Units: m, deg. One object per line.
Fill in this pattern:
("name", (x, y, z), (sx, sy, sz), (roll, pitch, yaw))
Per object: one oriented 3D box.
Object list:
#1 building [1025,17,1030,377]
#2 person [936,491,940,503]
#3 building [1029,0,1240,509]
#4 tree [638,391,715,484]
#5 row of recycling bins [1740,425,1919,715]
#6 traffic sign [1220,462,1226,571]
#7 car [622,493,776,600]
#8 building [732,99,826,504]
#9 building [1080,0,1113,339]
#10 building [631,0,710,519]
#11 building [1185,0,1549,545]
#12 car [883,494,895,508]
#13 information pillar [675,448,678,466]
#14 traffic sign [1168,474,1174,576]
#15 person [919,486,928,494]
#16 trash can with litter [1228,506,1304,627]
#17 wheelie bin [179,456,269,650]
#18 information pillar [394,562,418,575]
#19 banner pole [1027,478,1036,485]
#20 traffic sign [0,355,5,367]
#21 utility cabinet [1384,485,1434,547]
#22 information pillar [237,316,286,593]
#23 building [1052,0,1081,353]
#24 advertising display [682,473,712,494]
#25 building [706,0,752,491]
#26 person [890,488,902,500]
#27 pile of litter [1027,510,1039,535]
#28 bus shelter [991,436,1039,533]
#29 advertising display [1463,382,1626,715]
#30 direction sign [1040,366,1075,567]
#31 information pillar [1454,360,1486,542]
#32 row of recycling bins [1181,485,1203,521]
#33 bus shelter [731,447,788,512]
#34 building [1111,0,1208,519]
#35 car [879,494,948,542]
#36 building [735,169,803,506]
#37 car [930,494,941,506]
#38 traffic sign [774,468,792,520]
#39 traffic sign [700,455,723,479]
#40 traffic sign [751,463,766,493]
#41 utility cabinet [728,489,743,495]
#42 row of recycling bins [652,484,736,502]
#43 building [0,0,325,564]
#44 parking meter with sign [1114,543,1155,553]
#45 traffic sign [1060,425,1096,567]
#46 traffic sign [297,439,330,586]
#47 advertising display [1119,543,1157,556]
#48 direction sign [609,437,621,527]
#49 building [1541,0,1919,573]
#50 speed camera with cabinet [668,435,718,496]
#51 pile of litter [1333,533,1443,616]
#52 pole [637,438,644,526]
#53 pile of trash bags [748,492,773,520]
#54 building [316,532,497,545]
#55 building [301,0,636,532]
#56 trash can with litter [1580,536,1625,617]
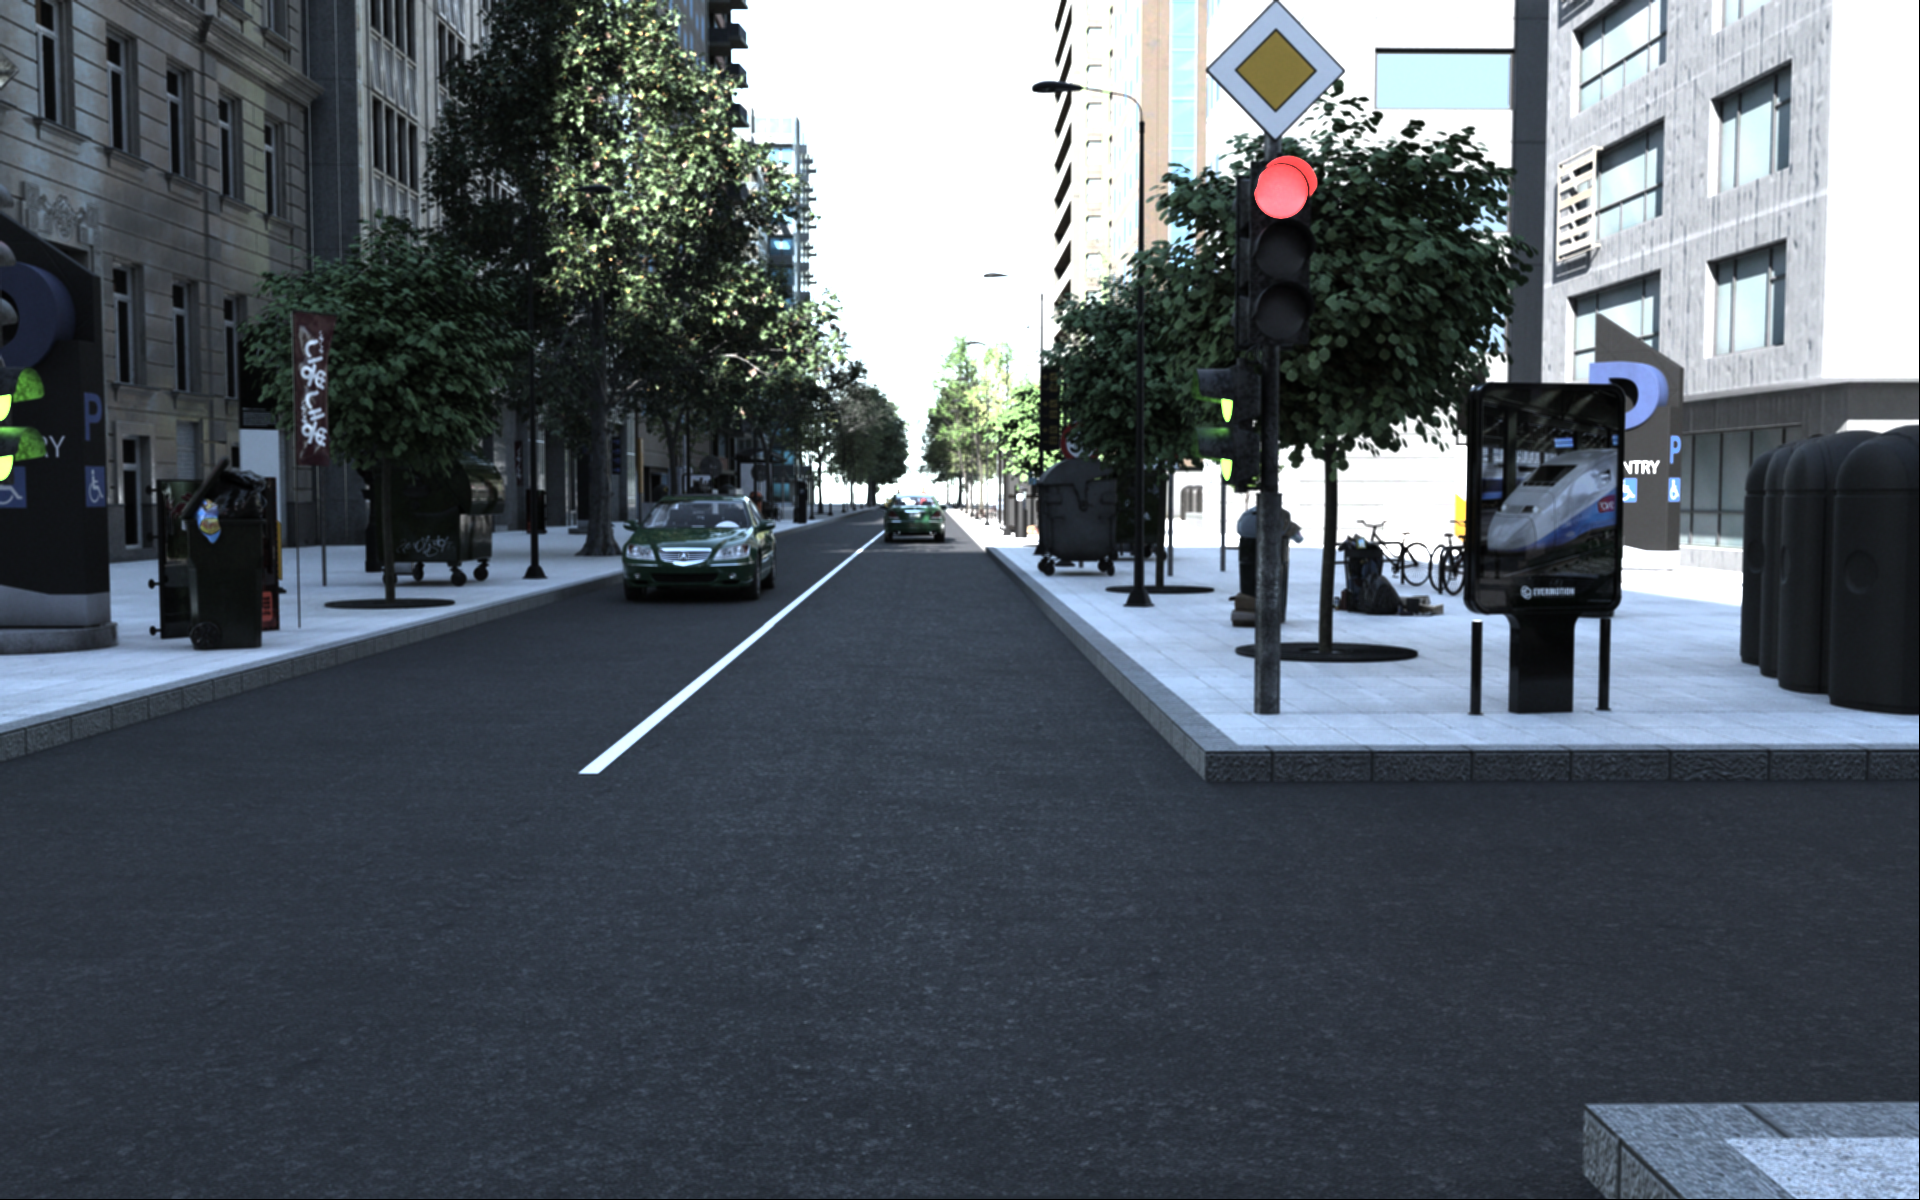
("building", (17.523, -55.940, 227.292), (22.319, 86.520, 31.000), (0, 4, -1))
("person", (-1.693, -7.801, 136.984), (0.436, 1.711, 0.756), (3, 5, 39))
("building", (18.422, -40.144, 198.355), (21.231, 58.520, 28.212), (0, 4, -1))
("tree", (-12.373, -7.684, 75.995), (4.737, 8.622, 4.395), (0, 3, 0))
("row of recycling bins", (5.995, -0.279, 11.681), (1.069, 1.692, 3.534), (1, 4, 14))
("traffic sign", (4.377, -1.753, 28.760), (0.768, 2.556, 0.104), (0, 4, 3))
("car", (-3.687, -0.808, 25.010), (2.131, 1.459, 4.920), (0, 4, -2))
("building", (-29.118, -36.445, 215.487), (23.786, 49.044, 30.456), (0, 4, -1))
("building", (15.510, -26.972, 124.583), (14.154, 41.232, 14.086), (0, 4, -1))
("building", (-23.247, -27.866, 105.723), (14.600, 45.320, 14.200), (0, 4, -1))
("building", (18.717, -31.421, 55.728), (21.231, 58.520, 28.212), (0, 4, -1))
("car", (-6.542, -9.850, 171.278), (2.015, 1.641, 3.980), (0, 4, 0))
("information pillar", (-13.890, -5.715, 84.802), (0.183, 3.616, 0.504), (-1, 4, -17))
("traffic sign", (3.298, -1.650, 27.083), (0.768, 2.556, 0.104), (0, 4, 7))
("person", (-1.890, -4.997, 90.144), (1.348, 1.831, 0.705), (0, 4, -4))
("trash can with litter", (3.004, -0.347, 17.062), (0.624, 1.170, 1.055), (1, 4, 19))
("wheelie bin", (-6.168, -0.406, 14.549), (0.693, 1.594, 0.980), (-2, 4, -26))
("information pillar", (-8.791, -1.404, 27.451), (0.304, 2.012, 0.304), (0, 4, 0))
("banner pole", (2.602, -4.038, 56.033), (0.863, 3.779, 0.401), (-1, 4, -13))
("traffic sign", (-7.764, -0.816, 13.444), (0.768, 2.556, 0.104), (0, 4, 3))
("utility cabinet", (10.791, -2.014, 41.608), (1.173, 1.500, 0.318), (-1, 4, -20))
("information pillar", (-8.974, -1.888, 22.219), (0.504, 3.616, 0.183), (-3, 4, -39))
("building", (18.997, -31.714, 142.233), (21.300, 48.544, 21.600), (0, 4, -1))
("advertising display", (-8.220, -2.996, 54.206), (0.974, 1.923, 0.123), (-2, 4, -31))
("building", (-27.297, -28.937, 127.752), (22.147, 44.769, 28.867), (0, 4, -1))
("person", (-4.578, -7.419, 129.427), (1.348, 1.869, 0.705), (0, 4, 6))
("pile of litter", (2.518, -2.488, 54.638), (1.719, 0.858, 1.176), (0, 4, -3))
("bus shelter", (2.208, -5.091, 60.876), (2.179, 5.291, 8.768), (0, 4, -1))
("advertising display", (3.417, -0.301, 10.135), (0.974, 1.923, 0.123), (-1, 4, -14))
("direction sign", (1.862, -2.369, 30.724), (0.876, 3.537, 0.379), (0, 4, -3))
("information pillar", (8.816, -2.357, 29.891), (0.504, 3.616, 0.183), (1, 4, 11))
("row of recycling bins", (11.419, -4.541, 81.358), (1.069, 1.692, 3.534), (-1, 4, -21))
("bus shelter", (-8.897, -5.095, 77.230), (2.014, 3.302, 5.546), (0, 4, -1))
("building", (16.067, -27.275, 96.054), (14.600, 45.320, 14.200), (0, 4, -1))
("car", (-1.419, -2.534, 53.231), (2.131, 1.459, 4.920), (0, 4, -2))
("building", (-33.653, -30.324, 187.679), (32.217, 40.220, 23.993), (0, 4, -1))
("car", (-2.362, -6.846, 123.929), (2.014, 1.417, 4.499), (0, 4, 0))
("traffic sign", (-8.737, -5.226, 85.443), (0.884, 2.594, 0.081), (0, 4, 6))
("traffic sign", (-8.206, -3.485, 57.082), (0.768, 2.556, 0.104), (0, 4, 4))
("traffic sign", (-8.304, -4.389, 71.860), (0.768, 2.556, 0.104), (1, 4, 9))
("utility cabinet", (-9.024, -3.729, 69.643), (0.318, 1.500, 1.173), (0, 4, 7))
("row of recycling bins", (-11.071, -3.991, 72.362), (3.534, 1.692, 1.069), (-1, 4, -11))
("building", (-21.308, -14.218, 29.731), (12.463, 27.353, 25.104), (0, 4, -1))
("parking meter with sign", (3.710, -2.580, 38.436), (0.543, 3.016, 1.738), (-2, 4, -32))
("traffic sign", (2.119, -1.842, 30.224), (0.768, 2.556, 0.104), (0, 4, 5))
("traffic sign", (-8.854, -1.400, 24.068), (0.795, 2.450, 0.064), (0, 4, 7))
("advertising display", (3.741, -1.893, 36.161), (0.974, 1.923, 0.123), (-2, 4, -25))
("direction sign", (-13.813, -4.666, 68.285), (0.876, 3.537, 0.379), (0, 4, -8))
("building", (18.652, -21.003, 26.996), (14.086, 41.232, 14.154), (0, 4, -1))
("speed camera with cabinet", (-9.036, -3.936, 58.681), (0.660, 3.252, 2.038), (2, 4, 29))
("pile of litter", (4.603, -0.306, 18.971), (1.176, 0.858, 1.719), (0, 4, -6))
("pole", (-11.656, -4.244, 63.235), (0.158, 3.312, 0.155), (0, 3, 0))
("pile of trash bags", (-7.712, -3.242, 62.766), (1.912, 1.369, 3.447), (-1, 4, -21))
("building", (-20.993, -14.329, 52.294), (12.078, 24.808, 19.932), (0, 4, -1))
("building", (-21.364, -15.545, 72.185), (12.078, 24.808, 19.932), (0, 4, -1))
("trash can with litter", (6.454, -0.422, 18.293), (0.624, 1.170, 1.055), (-2, 4, -32))
